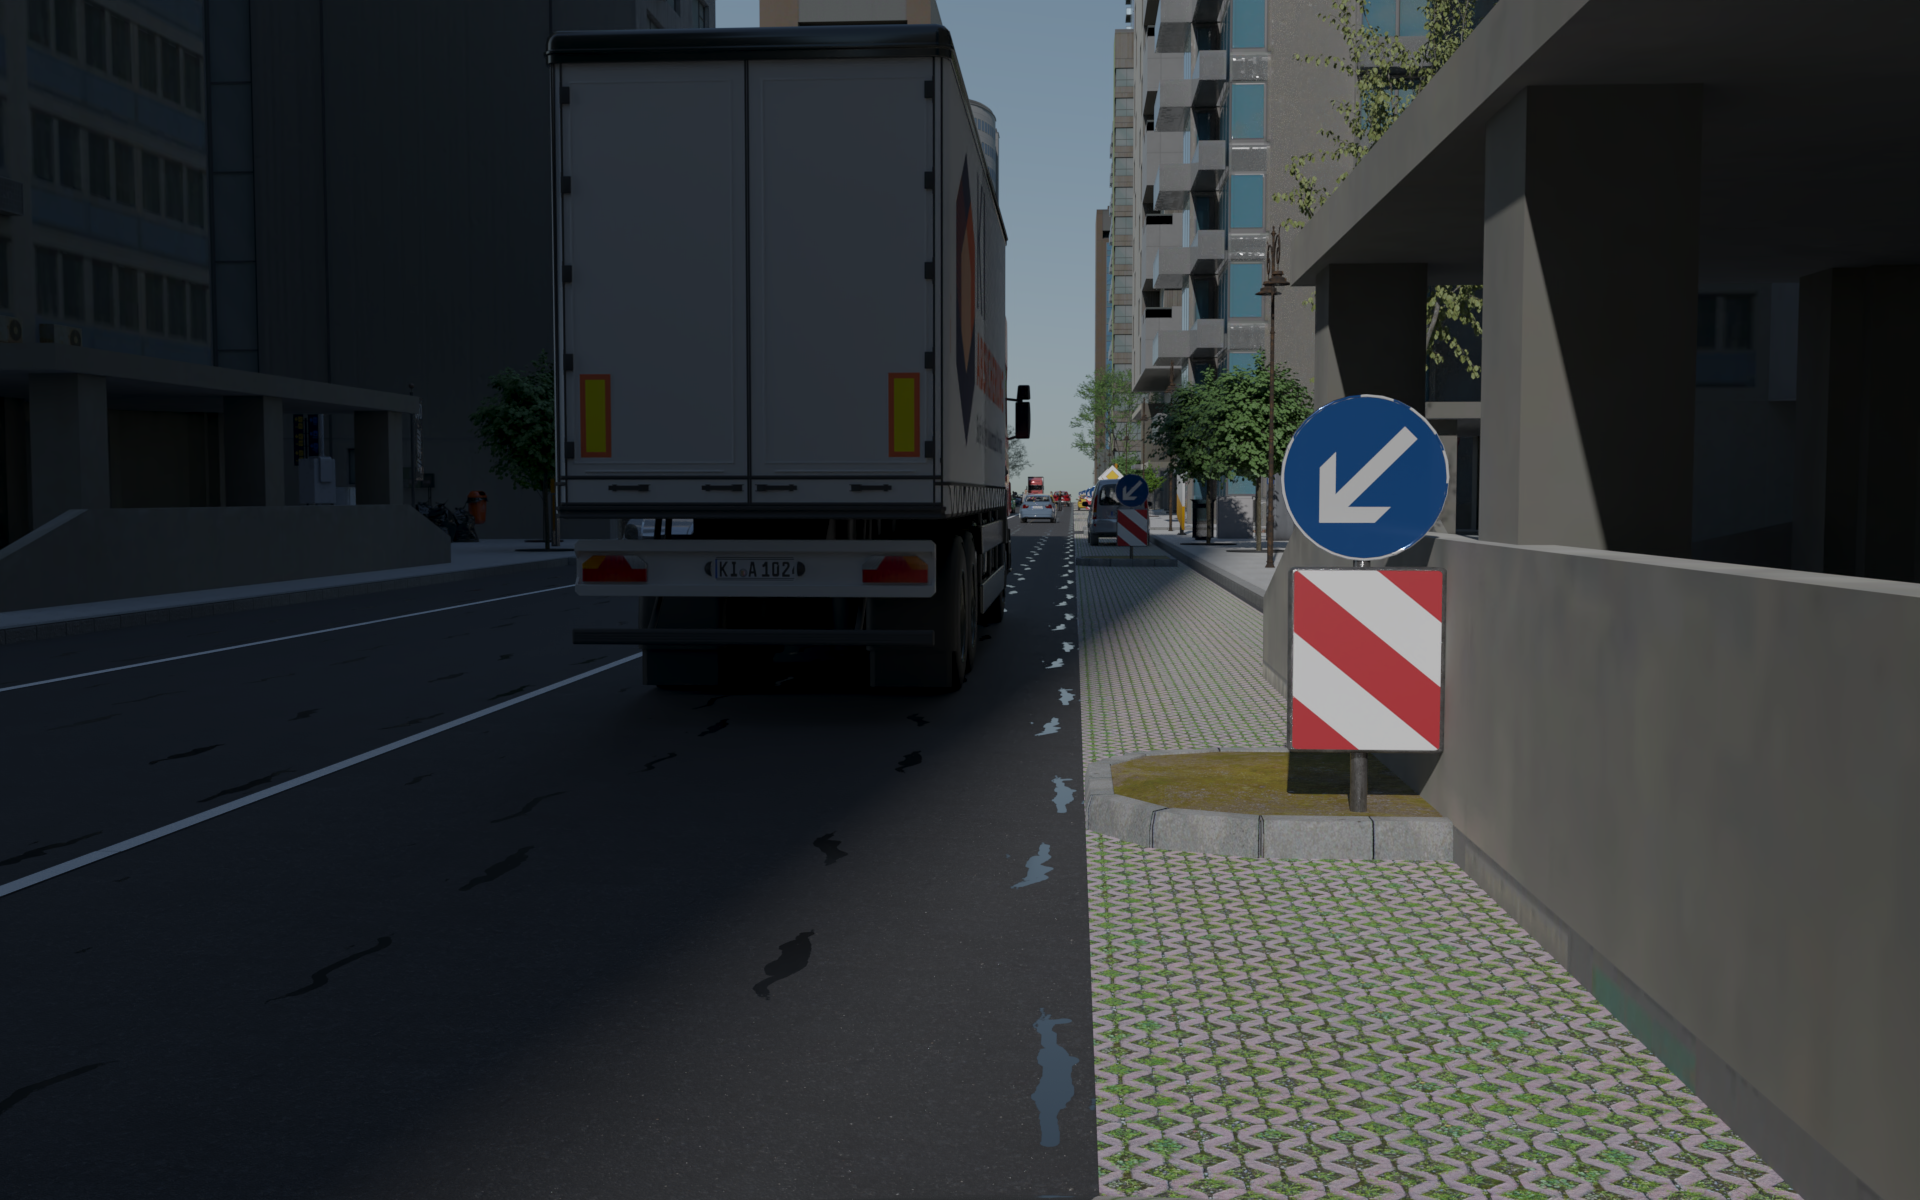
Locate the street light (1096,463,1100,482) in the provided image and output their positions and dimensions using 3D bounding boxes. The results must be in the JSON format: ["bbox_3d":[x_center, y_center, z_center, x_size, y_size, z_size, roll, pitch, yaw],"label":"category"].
[{"bbox_3d":[17.669,-15.056,218.957,0.468,5.910,1.993,0,4,4],"label":"street light"}]

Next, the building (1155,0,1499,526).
[{"bbox_3d":[23.884,-27.910,75.938,30.456,49.044,23.786,0,4,4],"label":"building"}]

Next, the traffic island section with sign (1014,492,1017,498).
[{"bbox_3d":[8.979,-16.477,278.025,1.989,1.847,2.006,0,4,4],"label":"traffic island section with sign"}]

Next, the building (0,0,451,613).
[{"bbox_3d":[-26.016,-20.387,25.211,32.217,40.220,23.993,0,4,4],"label":"building"}]

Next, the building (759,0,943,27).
[{"bbox_3d":[-8.842,-30.630,150.910,14.600,45.320,14.200,0,4,4],"label":"building"}]

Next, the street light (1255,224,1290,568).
[{"bbox_3d":[5.401,-3.499,30.001,0.468,5.910,1.993,0,4,4],"label":"street light"}]

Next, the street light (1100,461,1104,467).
[{"bbox_3d":[15.821,-13.235,189.176,0.468,5.910,1.993,0,4,4],"label":"street light"}]

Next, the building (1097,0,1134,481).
[{"bbox_3d":[30.541,-56.709,239.855,22.319,86.520,31.000,0,4,4],"label":"building"}]

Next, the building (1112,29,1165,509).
[{"bbox_3d":[20.727,-28.892,155.981,14.154,41.232,14.086,0,4,4],"label":"building"}]

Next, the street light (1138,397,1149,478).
[{"bbox_3d":[8.770,-6.721,82.674,0.468,5.910,1.993,0,4,4],"label":"street light"}]

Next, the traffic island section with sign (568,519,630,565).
[{"bbox_3d":[-6.849,-1.658,35.734,1.989,1.847,2.006,0,4,4],"label":"traffic island section with sign"}]

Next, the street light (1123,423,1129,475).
[{"bbox_3d":[10.816,-8.555,112.664,0.468,5.910,1.993,0,4,4],"label":"street light"}]

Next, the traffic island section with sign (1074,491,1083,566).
[{"bbox_3d":[3.331,-1.606,34.886,1.989,1.847,2.006,0,4,4],"label":"traffic island section with sign"}]

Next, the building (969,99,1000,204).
[{"bbox_3d":[-5.358,-43.615,255.098,21.231,58.520,28.212,0,4,4],"label":"building"}]

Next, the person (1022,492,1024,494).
[{"bbox_3d":[8.358,-13.391,228.155,1.217,1.736,0.721,3,4,36],"label":"person"}]

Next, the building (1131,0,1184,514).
[{"bbox_3d":[24.943,-31.871,110.333,28.713,52.752,27.495,0,4,4],"label":"building"}]

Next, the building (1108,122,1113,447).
[{"bbox_3d":[28.664,-35.625,202.083,23.786,49.044,30.456,0,4,4],"label":"building"}]

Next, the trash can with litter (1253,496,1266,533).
[{"bbox_3d":[9.817,-2.840,57.492,1.678,1.210,2.233,-1,4,-16],"label":"trash can with litter"}]

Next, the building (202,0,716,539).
[{"bbox_3d":[-15.455,-22.722,55.093,14.086,41.232,14.154,0,4,4],"label":"building"}]

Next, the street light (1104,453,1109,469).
[{"bbox_3d":[13.760,-11.423,159.546,0.468,5.910,1.993,0,4,4],"label":"street light"}]

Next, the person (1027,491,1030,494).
[{"bbox_3d":[9.560,-14.337,242.535,1.348,1.869,0.705,2,4,26],"label":"person"}]

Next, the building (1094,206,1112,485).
[{"bbox_3d":[27.536,-37.542,263.914,14.600,45.320,14.200,0,4,4],"label":"building"}]

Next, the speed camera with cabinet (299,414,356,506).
[{"bbox_3d":[-15.549,-2.998,43.355,0.660,3.252,2.038,2,4,27],"label":"speed camera with cabinet"}]

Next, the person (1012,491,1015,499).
[{"bbox_3d":[6.393,-12.269,209.104,0.705,1.824,1.348,-2,4,-26],"label":"person"}]

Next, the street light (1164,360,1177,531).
[{"bbox_3d":[7.273,-5.312,59.643,0.468,5.910,1.993,0,4,4],"label":"street light"}]

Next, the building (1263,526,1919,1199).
[{"bbox_3d":[17.977,-19.107,4.284,32.217,40.220,23.993,0,4,4],"label":"building"}]

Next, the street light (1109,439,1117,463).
[{"bbox_3d":[12.693,-10.368,142.305,0.468,5.910,1.993,0,4,4],"label":"street light"}]

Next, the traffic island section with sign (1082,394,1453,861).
[{"bbox_3d":[1.557,0.058,7.684,1.989,1.847,2.006,0,4,4],"label":"traffic island section with sign"}]

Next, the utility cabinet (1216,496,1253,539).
[{"bbox_3d":[7.923,-2.373,49.961,1.020,1.237,0.306,0,4,-1],"label":"utility cabinet"}]

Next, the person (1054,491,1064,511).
[{"bbox_3d":[8.387,-8.376,146.271,0.721,1.723,1.217,-3,5,-41],"label":"person"}]

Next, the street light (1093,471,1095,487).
[{"bbox_3d":[19.175,-16.427,241.365,0.468,5.910,1.993,0,4,4],"label":"street light"}]

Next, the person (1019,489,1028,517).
[{"bbox_3d":[3.800,-5.607,100.927,0.760,1.731,0.466,1,4,14],"label":"person"}]

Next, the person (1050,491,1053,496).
[{"bbox_3d":[9.299,-10.334,178.249,0.721,1.735,1.217,-1,4,-16],"label":"person"}]
